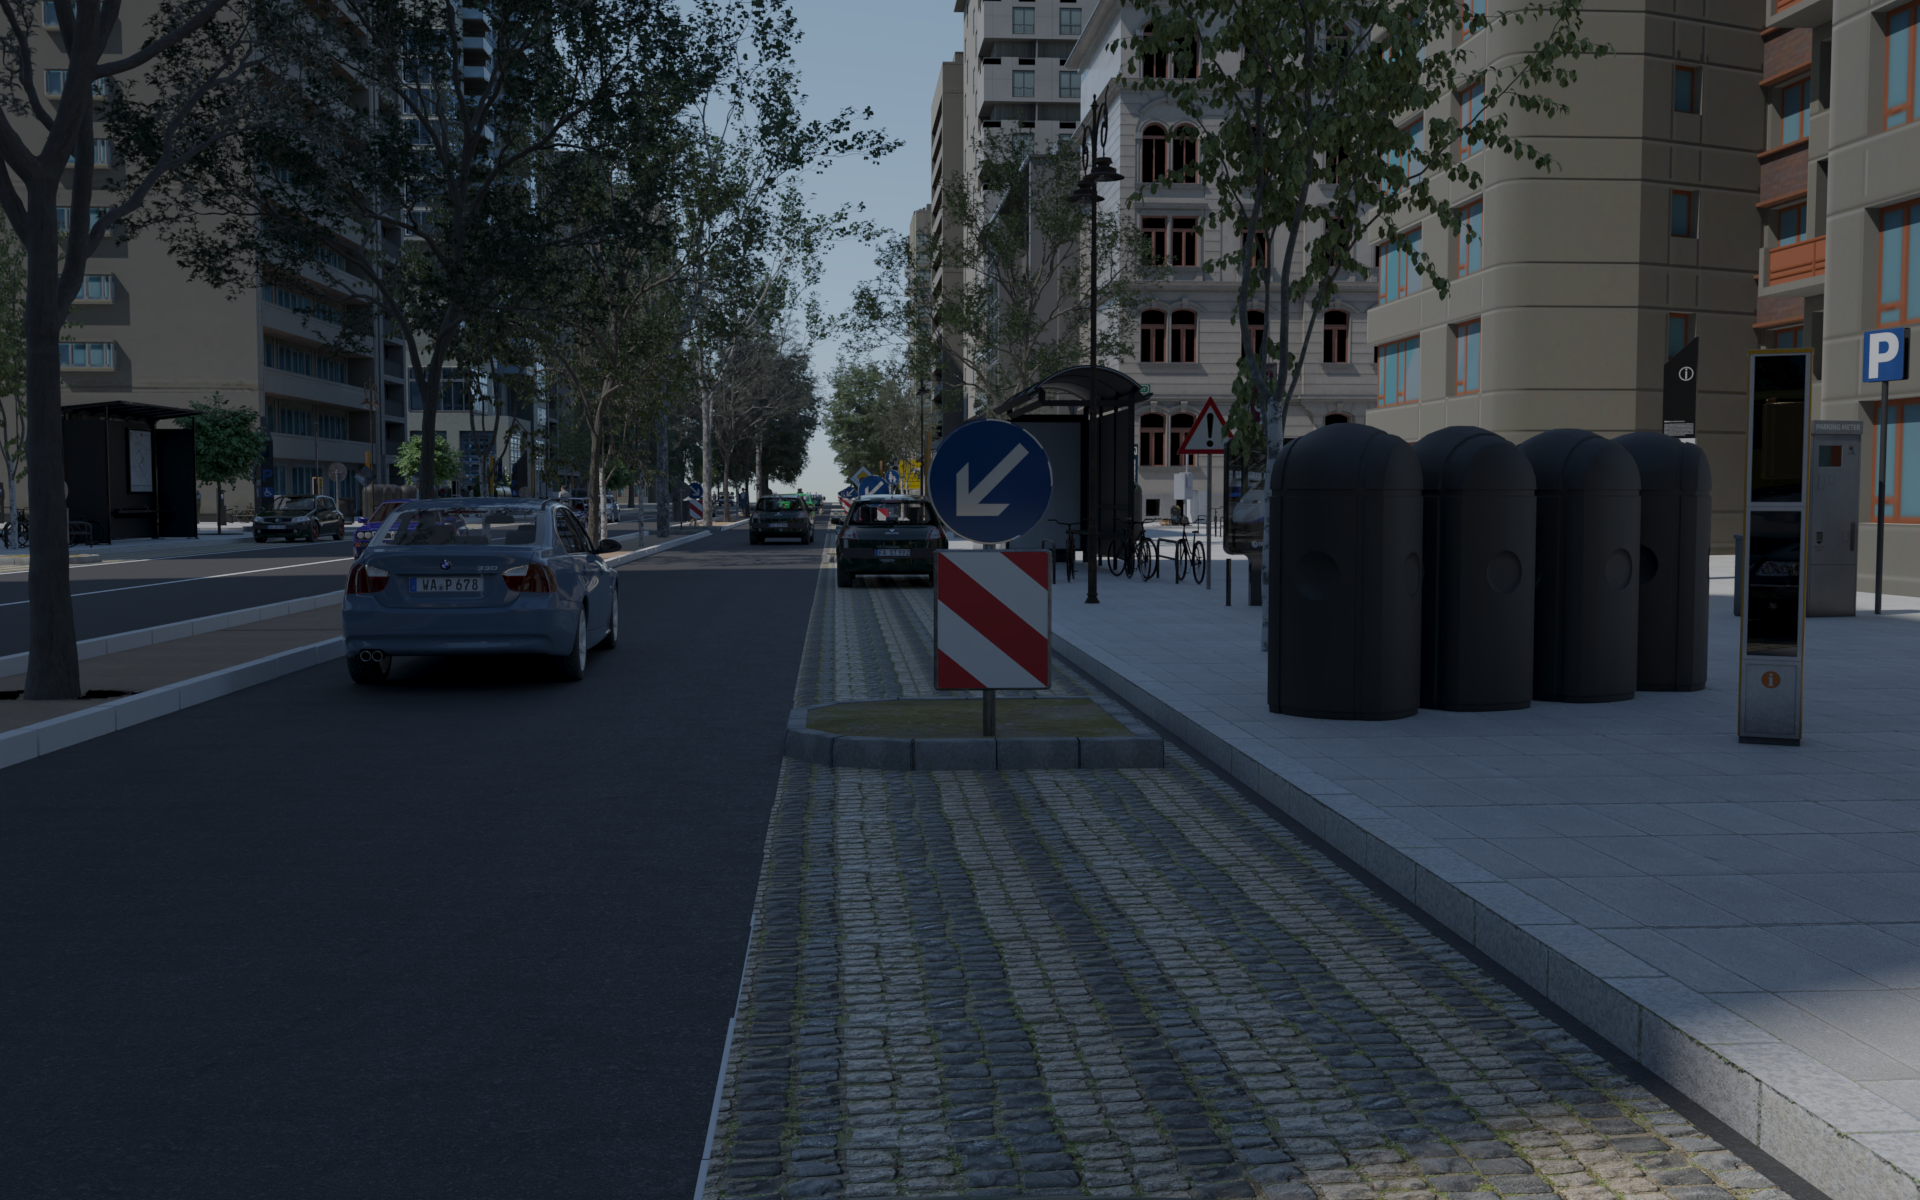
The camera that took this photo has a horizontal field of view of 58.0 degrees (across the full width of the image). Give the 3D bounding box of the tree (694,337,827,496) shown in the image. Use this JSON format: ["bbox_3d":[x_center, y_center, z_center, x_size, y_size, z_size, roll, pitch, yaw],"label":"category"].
[{"bbox_3d":[-14.598,-13.415,128.447,9.857,13.997,8.962,0,3,0],"label":"tree"}]

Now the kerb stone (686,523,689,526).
[{"bbox_3d":[-11.933,-3.211,74.775,0.120,0.150,1.000,0,4,-4],"label":"kerb stone"}]

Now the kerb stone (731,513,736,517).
[{"bbox_3d":[-14.668,-5.526,112.576,0.120,0.150,1.000,0,4,-4],"label":"kerb stone"}]

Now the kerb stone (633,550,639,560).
[{"bbox_3d":[-7.139,-0.940,37.580,0.120,0.150,1.000,0,4,-4],"label":"kerb stone"}]

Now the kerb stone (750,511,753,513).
[{"bbox_3d":[-16.675,-7.216,140.179,0.120,0.150,1.000,0,4,-4],"label":"kerb stone"}]

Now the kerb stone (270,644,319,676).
[{"bbox_3d":[-5.442,0.497,14.069,0.120,0.150,1.000,0,4,-4],"label":"kerb stone"}]

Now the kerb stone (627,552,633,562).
[{"bbox_3d":[-7.067,-0.879,36.560,0.120,0.150,1.000,0,4,-4],"label":"kerb stone"}]

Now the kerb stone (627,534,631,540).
[{"bbox_3d":[-10.415,-1.930,53.750,0.120,0.150,1.000,0,4,-4],"label":"kerb stone"}]

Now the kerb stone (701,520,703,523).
[{"bbox_3d":[-12.676,-3.837,84.995,0.120,0.150,1.000,0,4,-4],"label":"kerb stone"}]

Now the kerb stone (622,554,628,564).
[{"bbox_3d":[-6.984,-0.816,35.540,0.120,0.150,1.000,0,4,-4],"label":"kerb stone"}]

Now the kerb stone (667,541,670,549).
[{"bbox_3d":[-7.655,-1.378,44.729,0.120,0.150,1.000,0,4,-4],"label":"kerb stone"}]

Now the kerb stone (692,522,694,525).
[{"bbox_3d":[-12.153,-3.403,77.846,0.120,0.150,1.000,0,4,-4],"label":"kerb stone"}]

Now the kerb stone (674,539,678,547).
[{"bbox_3d":[-7.804,-1.503,46.777,0.120,0.150,1.000,0,4,-4],"label":"kerb stone"}]

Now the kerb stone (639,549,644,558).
[{"bbox_3d":[-7.207,-1.003,38.601,0.120,0.150,1.000,0,4,-4],"label":"kerb stone"}]

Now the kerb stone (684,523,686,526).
[{"bbox_3d":[-11.859,-3.147,73.755,0.120,0.150,1.000,0,4,-4],"label":"kerb stone"}]

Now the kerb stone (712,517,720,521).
[{"bbox_3d":[-13.414,-4.466,95.207,0.120,0.150,1.000,0,4,-4],"label":"kerb stone"}]

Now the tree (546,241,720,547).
[{"bbox_3d":[-8.711,-5.761,47.008,4.737,8.622,4.395,0,3,0],"label":"tree"}]

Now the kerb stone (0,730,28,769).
[{"bbox_3d":[-5.060,0.812,8.948,0.120,0.150,1.000,0,4,-4],"label":"kerb stone"}]

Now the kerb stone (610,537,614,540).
[{"bbox_3d":[-10.115,-1.676,49.660,0.120,0.150,1.000,0,4,-4],"label":"kerb stone"}]

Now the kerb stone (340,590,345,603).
[{"bbox_3d":[-8.187,-0.052,23.051,0.120,0.150,1.000,0,4,-4],"label":"kerb stone"}]

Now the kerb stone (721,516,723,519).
[{"bbox_3d":[-13.567,-4.590,97.255,0.120,0.150,1.000,0,4,-4],"label":"kerb stone"}]

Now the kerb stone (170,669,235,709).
[{"bbox_3d":[-5.284,0.622,12.018,0.120,0.150,1.000,0,4,-4],"label":"kerb stone"}]

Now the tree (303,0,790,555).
[{"bbox_3d":[-7.700,-6.040,35.622,8.767,10.594,7.601,0,4,-4],"label":"tree"}]

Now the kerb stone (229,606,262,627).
[{"bbox_3d":[-7.891,0.199,18.948,0.120,0.150,1.000,0,4,-4],"label":"kerb stone"}]

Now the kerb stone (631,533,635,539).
[{"bbox_3d":[-10.486,-1.993,54.775,0.120,0.150,1.000,0,4,-4],"label":"kerb stone"}]

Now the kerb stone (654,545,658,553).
[{"bbox_3d":[-7.429,-1.190,41.660,0.120,0.150,1.000,0,4,-4],"label":"kerb stone"}]

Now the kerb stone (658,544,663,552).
[{"bbox_3d":[-7.501,-1.251,42.686,0.120,0.150,1.000,0,4,-4],"label":"kerb stone"}]

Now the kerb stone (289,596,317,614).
[{"bbox_3d":[-8.034,0.073,20.995,0.120,0.150,1.000,0,4,-4],"label":"kerb stone"}]

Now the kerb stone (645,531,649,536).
[{"bbox_3d":[-10.770,-2.243,58.869,0.120,0.150,1.000,0,4,-4],"label":"kerb stone"}]

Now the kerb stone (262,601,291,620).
[{"bbox_3d":[-7.964,0.138,19.968,0.120,0.150,1.000,0,4,-4],"label":"kerb stone"}]

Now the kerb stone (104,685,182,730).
[{"bbox_3d":[-5.209,0.685,10.995,0.120,0.150,1.000,0,4,-4],"label":"kerb stone"}]

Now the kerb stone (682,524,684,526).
[{"bbox_3d":[-11.789,-3.088,72.728,0.120,0.150,1.000,0,4,-4],"label":"kerb stone"}]

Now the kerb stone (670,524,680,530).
[{"bbox_3d":[-11.638,-2.966,70.683,0.120,0.150,1.000,0,4,-4],"label":"kerb stone"}]

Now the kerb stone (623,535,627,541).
[{"bbox_3d":[-10.339,-1.867,52.729,0.120,0.150,1.000,0,4,-4],"label":"kerb stone"}]

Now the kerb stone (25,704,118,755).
[{"bbox_3d":[-5.136,0.750,9.976,0.120,0.150,1.000,0,4,-4],"label":"kerb stone"}]

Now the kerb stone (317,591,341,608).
[{"bbox_3d":[-8.105,0.016,22.020,0.120,0.150,1.000,0,4,-4],"label":"kerb stone"}]

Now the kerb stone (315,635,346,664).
[{"bbox_3d":[-5.508,0.438,15.095,0.120,0.150,1.000,0,4,-4],"label":"kerb stone"}]

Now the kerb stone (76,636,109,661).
[{"bbox_3d":[-7.597,0.449,14.856,0.120,0.150,1.000,0,4,-4],"label":"kerb stone"}]

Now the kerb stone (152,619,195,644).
[{"bbox_3d":[-7.742,0.325,16.902,0.120,0.150,1.000,0,4,-4],"label":"kerb stone"}]

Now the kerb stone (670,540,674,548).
[{"bbox_3d":[-7.729,-1.441,45.757,0.120,0.150,1.000,0,4,-4],"label":"kerb stone"}]

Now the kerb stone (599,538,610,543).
[{"bbox_3d":[-10.036,-1.617,48.634,0.120,0.150,1.000,0,4,-4],"label":"kerb stone"}]

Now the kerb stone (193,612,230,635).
[{"bbox_3d":[-7.814,0.261,17.926,0.120,0.150,1.000,0,4,-4],"label":"kerb stone"}]

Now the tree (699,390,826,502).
[{"bbox_3d":[-15.556,-13.428,139.014,9.611,12.733,9.660,0,3,0],"label":"tree"}]

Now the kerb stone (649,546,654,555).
[{"bbox_3d":[-7.356,-1.128,40.640,0.120,0.150,1.000,0,4,-4],"label":"kerb stone"}]

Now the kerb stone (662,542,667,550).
[{"bbox_3d":[-7.578,-1.316,43.705,0.120,0.150,1.000,0,4,-4],"label":"kerb stone"}]

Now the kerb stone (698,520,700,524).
[{"bbox_3d":[-12.376,-3.587,80.908,0.120,0.150,1.000,0,4,-4],"label":"kerb stone"}]

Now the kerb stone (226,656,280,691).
[{"bbox_3d":[-5.360,0.561,13.037,0.120,0.150,1.000,0,4,-4],"label":"kerb stone"}]

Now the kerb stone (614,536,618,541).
[{"bbox_3d":[-10.191,-1.740,50.680,0.120,0.150,1.000,0,4,-4],"label":"kerb stone"}]

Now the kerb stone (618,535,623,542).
[{"bbox_3d":[-10.262,-1.805,51.709,0.120,0.150,1.000,0,4,-4],"label":"kerb stone"}]

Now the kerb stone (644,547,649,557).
[{"bbox_3d":[-7.288,-1.066,39.620,0.120,0.150,1.000,0,4,-4],"label":"kerb stone"}]

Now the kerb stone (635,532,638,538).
[{"bbox_3d":[-10.561,-2.052,55.798,0.120,0.150,1.000,0,4,-4],"label":"kerb stone"}]

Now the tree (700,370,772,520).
[{"bbox_3d":[-12.370,-8.758,96.020,4.360,8.622,3.978,0,3,0],"label":"tree"}]

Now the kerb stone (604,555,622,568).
[{"bbox_3d":[-6.920,-0.754,34.519,0.120,0.150,1.000,0,4,-4],"label":"kerb stone"}]

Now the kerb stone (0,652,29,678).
[{"bbox_3d":[-7.519,0.514,13.832,0.120,0.150,1.000,0,4,-4],"label":"kerb stone"}]

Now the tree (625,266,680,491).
[{"bbox_3d":[-8.632,-5.436,41.699,4.360,8.622,3.978,0,3,0],"label":"tree"}]

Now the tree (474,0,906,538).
[{"bbox_3d":[-8.459,-12.056,55.454,12.611,20.169,13.585,0,3,0],"label":"tree"}]

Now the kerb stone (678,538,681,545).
[{"bbox_3d":[-7.873,-1.565,47.801,0.120,0.150,1.000,0,4,-4],"label":"kerb stone"}]

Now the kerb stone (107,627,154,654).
[{"bbox_3d":[-7.672,0.387,15.882,0.120,0.150,1.000,0,4,-4],"label":"kerb stone"}]
